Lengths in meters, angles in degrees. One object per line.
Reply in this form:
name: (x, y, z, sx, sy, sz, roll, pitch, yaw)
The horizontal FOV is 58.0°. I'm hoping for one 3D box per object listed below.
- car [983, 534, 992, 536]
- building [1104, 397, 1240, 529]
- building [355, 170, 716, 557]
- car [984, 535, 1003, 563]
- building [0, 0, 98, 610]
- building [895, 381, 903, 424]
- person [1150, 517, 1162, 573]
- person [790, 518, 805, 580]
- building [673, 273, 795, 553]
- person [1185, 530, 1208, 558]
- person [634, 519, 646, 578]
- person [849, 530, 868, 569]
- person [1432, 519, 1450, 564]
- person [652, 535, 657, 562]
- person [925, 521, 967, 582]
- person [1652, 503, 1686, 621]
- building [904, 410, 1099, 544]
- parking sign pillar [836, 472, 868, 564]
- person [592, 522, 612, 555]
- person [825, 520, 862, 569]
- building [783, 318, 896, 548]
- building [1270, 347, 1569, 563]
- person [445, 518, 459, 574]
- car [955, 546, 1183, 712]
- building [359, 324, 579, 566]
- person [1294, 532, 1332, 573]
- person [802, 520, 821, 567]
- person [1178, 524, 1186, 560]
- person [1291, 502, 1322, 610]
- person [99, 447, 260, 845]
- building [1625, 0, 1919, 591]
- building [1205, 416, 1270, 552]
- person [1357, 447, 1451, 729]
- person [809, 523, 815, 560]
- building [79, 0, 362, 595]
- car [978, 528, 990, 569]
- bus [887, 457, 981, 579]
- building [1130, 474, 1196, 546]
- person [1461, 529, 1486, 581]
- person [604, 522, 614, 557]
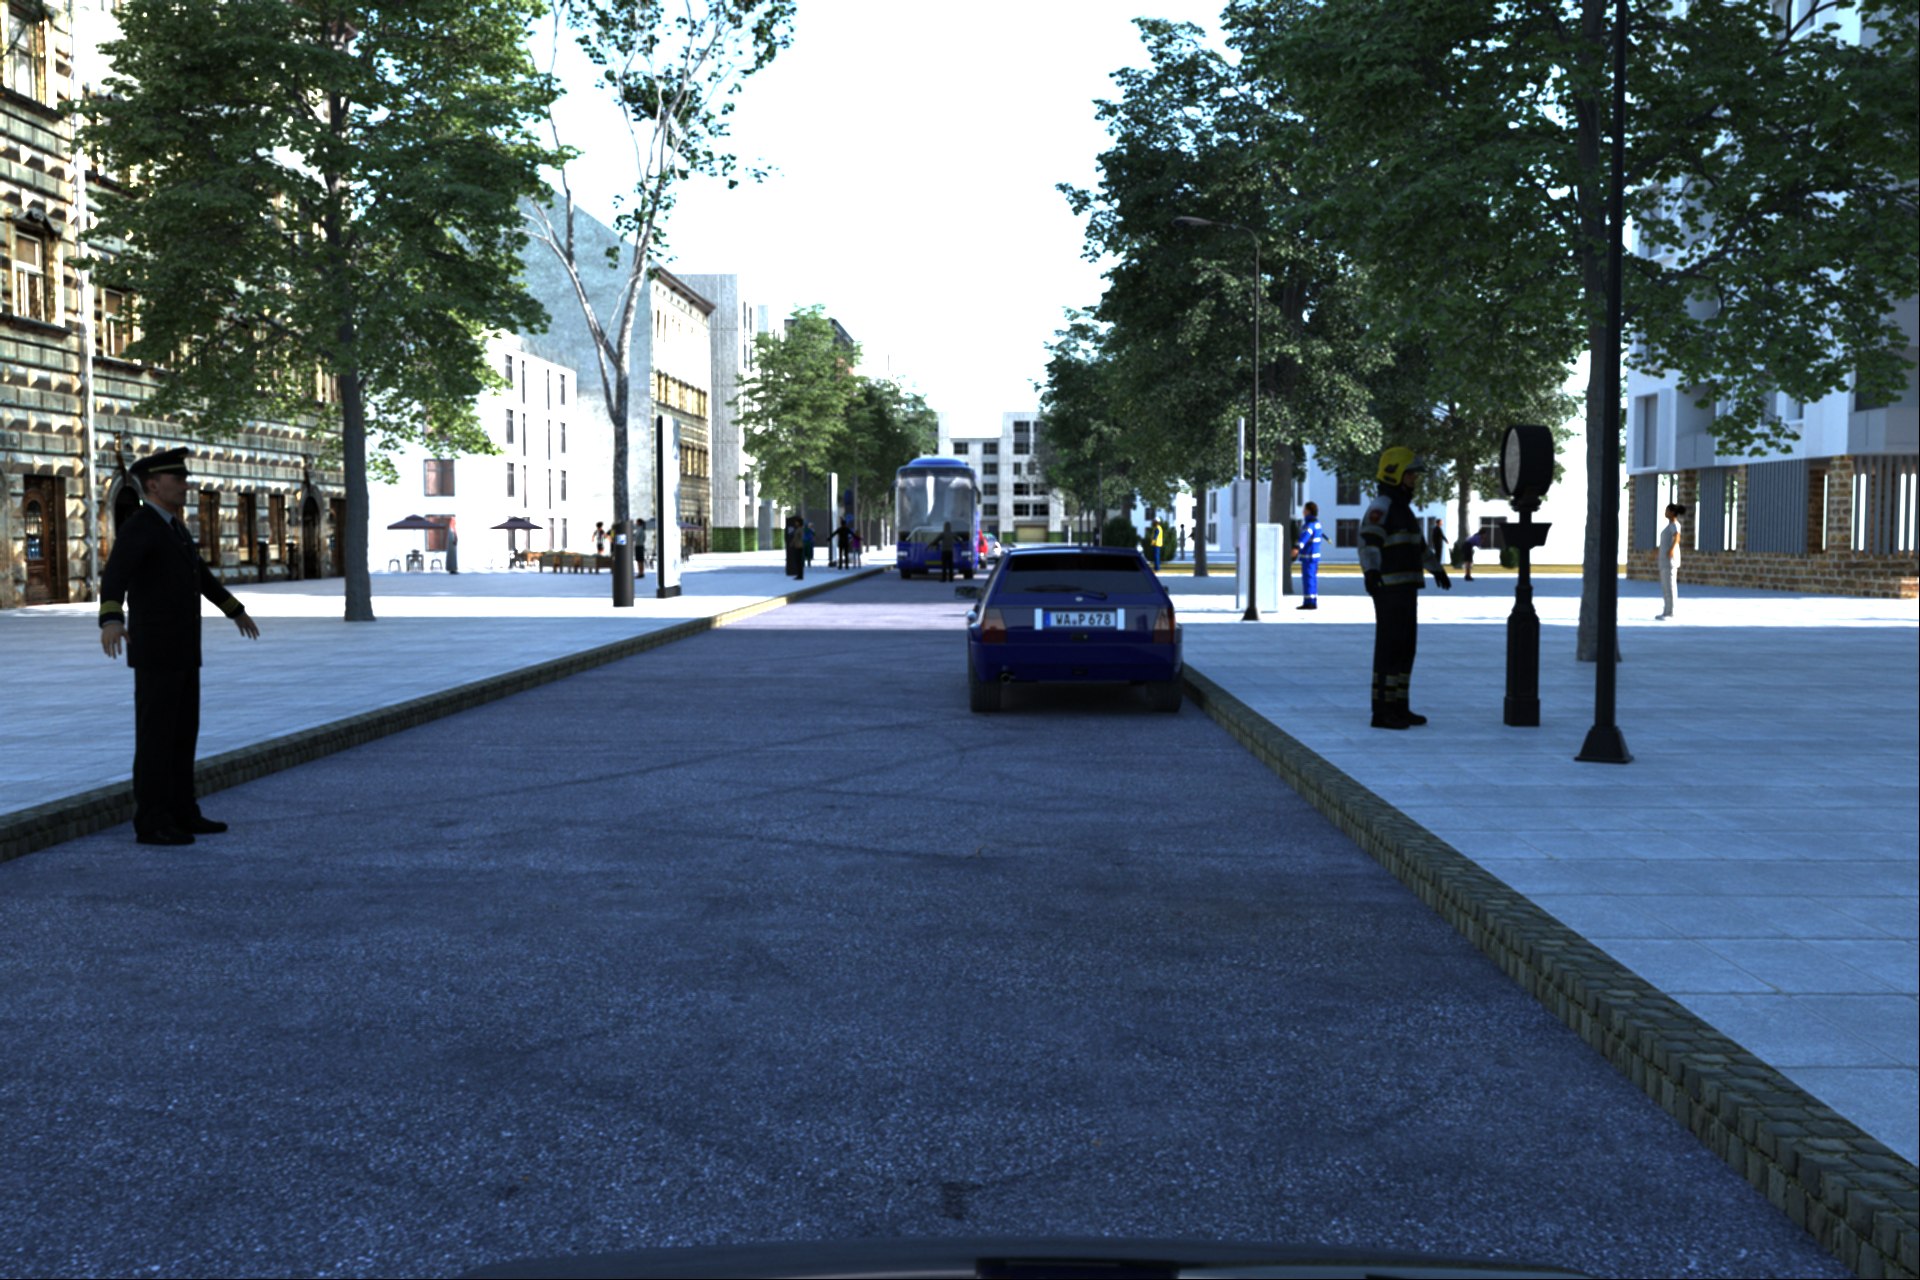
car: (2.086, -8.598, 149.380, 1.959, 1.807, 4.718, 0, 4, 1)
building: (27.625, -23.981, 223.024, 19.493, 23.208, 18.063, 0, 4, 1)
building: (-26.195, -16.850, 106.427, 19.493, 23.208, 18.063, 0, 4, 2)
car: (1.110, -4.526, 86.366, 2.083, 1.381, 4.827, 0, 4, 1)
building: (-25.544, -11.740, 22.881, 19.493, 23.208, 18.063, 0, 4, 1)
building: (-22.478, -23.548, 228.990, 27.936, 21.610, 32.646, 0, 4, 2)
person: (6.473, -3.145, 57.395, 0.705, 1.833, 1.349, 1, 4, 11)
person: (-4.600, -2.568, 48.751, 0.721, 1.744, 1.215, -1, 4, -18)
building: (-22.970, -16.331, 133.472, 16.747, 18.905, 31.486, 0, 4, 1)
person: (12.858, -5.391, 93.911, 1.354, 1.858, 0.705, -1, 4, -14)
person: (-9.352, -2.651, 50.169, 0.721, 1.735, 1.217, 0, 4, 8)
person: (-3.868, -3.382, 64.562, 0.991, 1.433, 0.599, -2, 4, -25)
person: (16.511, -3.269, 59.666, 0.704, 1.802, 1.346, 0, 4, -6)
person: (-13.957, -4.521, 80.050, 0.704, 1.812, 1.346, 0, 4, 4)
person: (-0.392, -2.631, 51.595, 1.348, 1.813, 0.705, -2, 4, -23)
person: (10.490, -1.165, 25.813, 0.721, 1.739, 1.217, 1, 4, 12)
building: (6.040, -23.554, 254.024, 31.486, 18.905, 16.747, 0, 4, 1)
parking sign pillar: (-4.714, -5.291, 74.975, 1.447, 3.967, 1.447, 0, 4, 2)
person: (-15.942, -4.327, 76.884, 1.345, 1.843, 0.704, 3, 5, 39)
person: (-4.239, -3.473, 62.967, 1.347, 1.806, 0.705, -1, 4, -10)
building: (-21.719, -20.602, 180.815, 27.936, 21.610, 32.646, 0, 4, 2)
building: (22.751, -9.090, 90.765, 9.099, 9.664, 28.070, 0, 4, 2)
person: (-16.271, -3.026, 55.624, 0.704, 1.811, 1.347, -1, 4, -15)
car: (0.927, -0.166, 15.295, 1.945, 1.354, 3.894, 0, 3, 0)
building: (-22.868, -8.646, 83.514, 9.099, 9.664, 28.070, 0, 4, 2)
person: (11.545, -3.070, 56.654, 1.216, 1.772, 0.721, 1, 4, 9)
person: (-5.992, -3.737, 67.224, 1.347, 1.817, 0.704, -2, 4, -24)
person: (11.033, -4.895, 86.218, 0.705, 1.806, 1.347, 0, 4, -3)
person: (5.909, -1.433, 29.409, 0.704, 1.831, 1.345, 2, 4, 26)
person: (-3.694, 0.017, 8.120, 0.705, 1.837, 1.347, 0, 4, 3)
building: (23.675, -11.609, 46.226, 16.016, 20.090, 11.380, 0, 4, 1)
building: (22.775, -11.010, 122.168, 9.099, 9.664, 28.070, 0, 4, 1)
person: (2.921, -0.351, 11.506, 0.704, 1.858, 1.351, 2, 4, 35)
person: (-7.539, -4.984, 87.338, 0.705, 1.847, 1.347, 1, 4, 14)
building: (-27.380, -12.947, 42.609, 19.493, 23.208, 18.063, 0, 4, 0)
car: (0.127, -3.917, 72.719, 2.281, 1.827, 5.304, 0, 4, 1)
bus: (-0.659, -4.120, 58.912, 2.896, 3.916, 12.251, 0, 4, 1)
building: (23.989, -15.567, 196.673, 9.099, 9.664, 28.070, 0, 4, 1)
person: (14.043, -2.332, 47.404, 0.697, 1.427, 0.421, 0, 4, -7)
person: (-16.878, -4.819, 84.568, 1.354, 1.856, 0.705, 1, 4, 9)
